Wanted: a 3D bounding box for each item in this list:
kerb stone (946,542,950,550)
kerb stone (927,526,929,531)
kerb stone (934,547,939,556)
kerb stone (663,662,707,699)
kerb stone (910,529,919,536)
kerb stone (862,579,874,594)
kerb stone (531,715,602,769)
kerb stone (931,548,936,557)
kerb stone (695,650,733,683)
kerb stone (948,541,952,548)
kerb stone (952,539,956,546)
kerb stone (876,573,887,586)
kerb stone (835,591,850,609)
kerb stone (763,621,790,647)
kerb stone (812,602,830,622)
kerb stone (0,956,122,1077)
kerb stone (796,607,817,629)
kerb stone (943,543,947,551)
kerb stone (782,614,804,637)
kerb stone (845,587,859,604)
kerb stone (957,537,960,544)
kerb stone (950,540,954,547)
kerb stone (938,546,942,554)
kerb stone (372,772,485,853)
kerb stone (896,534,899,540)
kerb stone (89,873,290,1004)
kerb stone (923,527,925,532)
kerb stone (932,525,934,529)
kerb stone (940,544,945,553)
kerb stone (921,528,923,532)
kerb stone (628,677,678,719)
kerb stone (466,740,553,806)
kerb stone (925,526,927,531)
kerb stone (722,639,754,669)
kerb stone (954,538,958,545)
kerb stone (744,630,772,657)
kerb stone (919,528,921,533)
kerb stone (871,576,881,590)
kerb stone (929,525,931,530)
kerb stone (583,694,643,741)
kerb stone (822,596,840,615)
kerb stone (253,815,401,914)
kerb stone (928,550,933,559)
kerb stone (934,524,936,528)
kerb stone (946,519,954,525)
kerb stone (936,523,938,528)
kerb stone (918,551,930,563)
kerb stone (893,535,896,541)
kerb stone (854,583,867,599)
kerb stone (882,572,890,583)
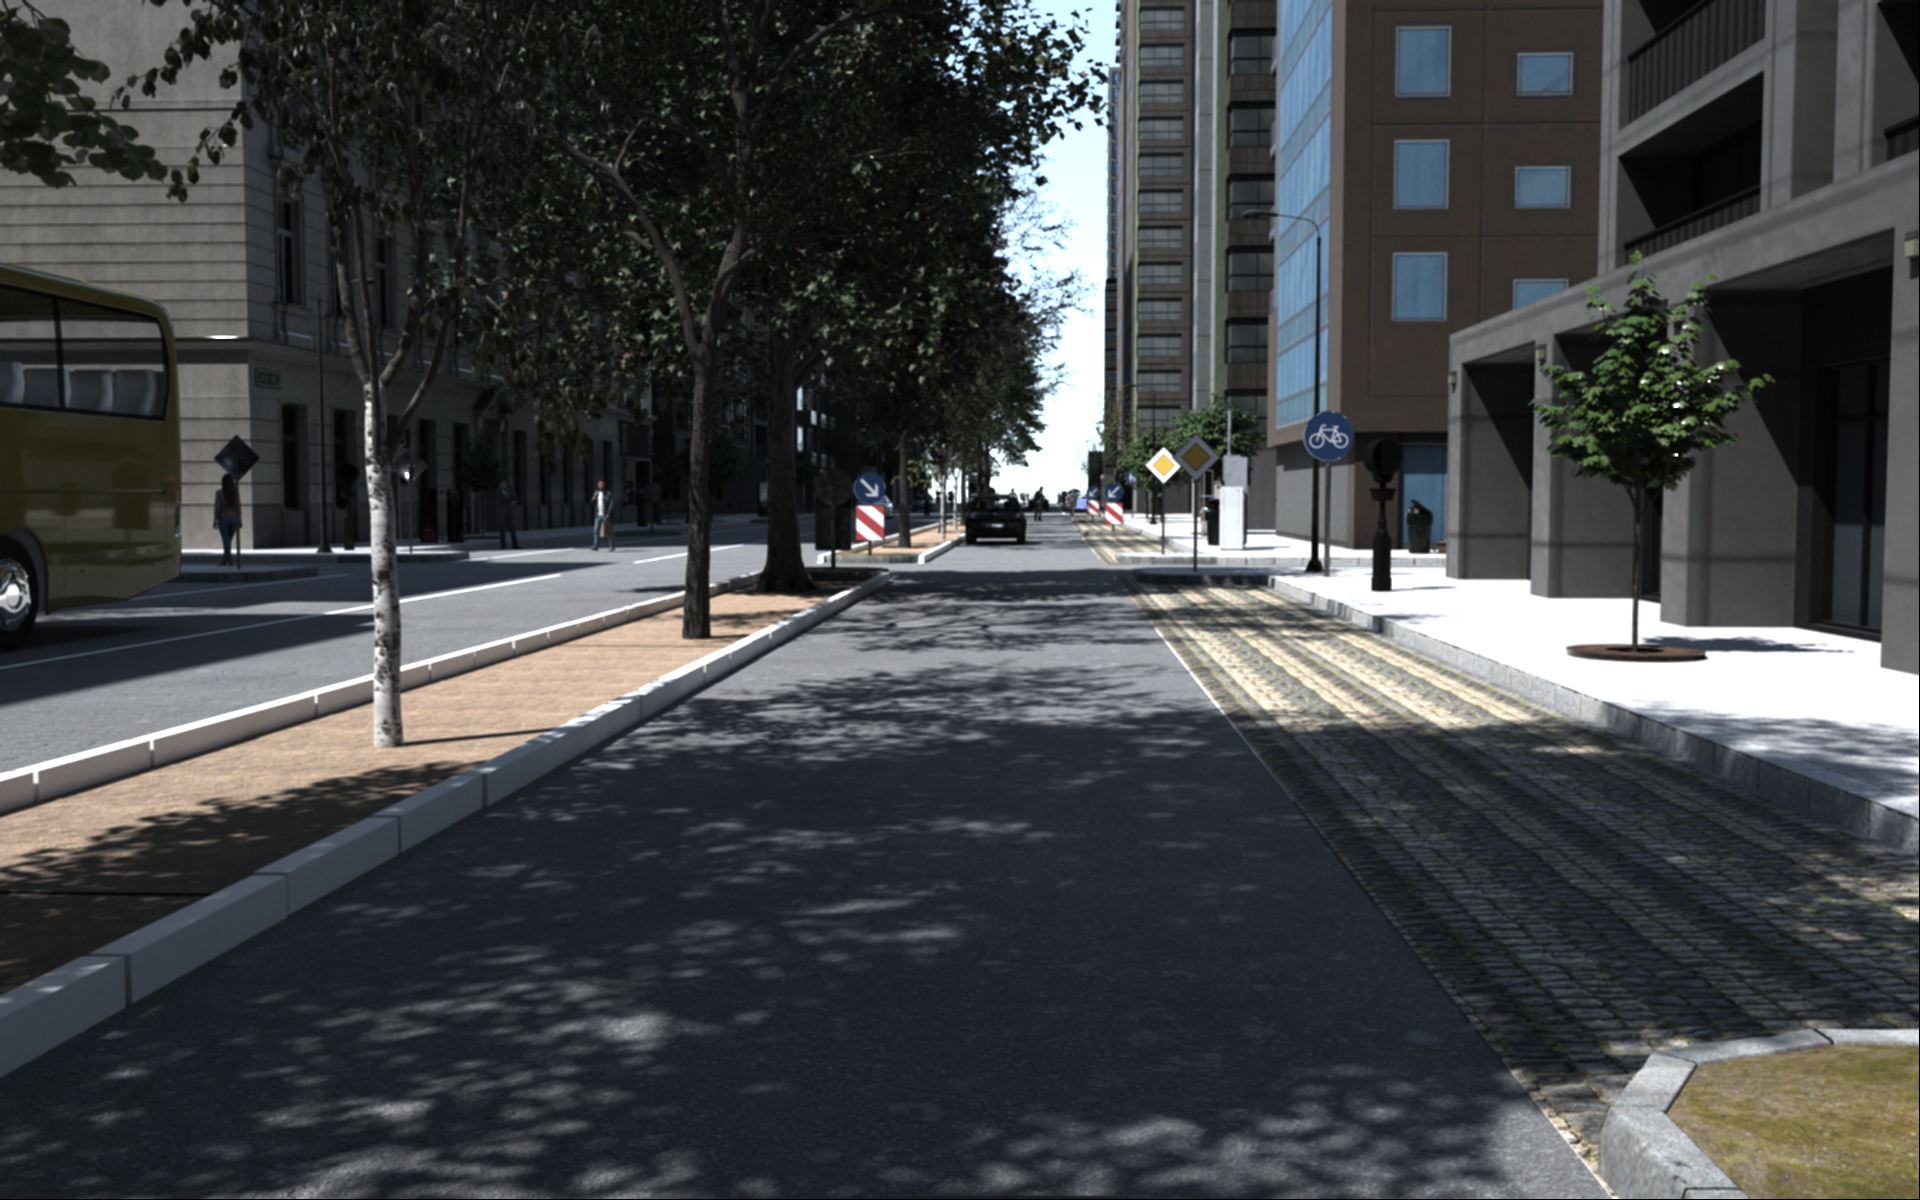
[{"bbox_3d":[-0.417,-1.319,43.788,0.120,0.150,1.000,0,4,3],"label":"kerb stone"},{"bbox_3d":[-1.378,-2.705,66.414,0.120,0.150,1.000,0,4,3],"label":"kerb stone"},{"bbox_3d":[-0.634,-1.070,39.687,0.120,0.150,1.000,0,4,3],"label":"kerb stone"},{"bbox_3d":[-2.010,0.591,12.526,0.120,0.150,1.000,0,4,3],"label":"kerb stone"},{"bbox_3d":[-1.631,-2.388,61.304,0.120,0.150,1.000,0,4,3],"label":"kerb stone"},{"bbox_3d":[-1.380,-0.158,24.829,0.120,0.150,1.000,0,4,3],"label":"kerb stone"},{"bbox_3d":[-2.158,0.779,9.461,0.120,0.150,1.000,0,4,3],"label":"kerb stone"},{"bbox_3d":[-0.686,-1.003,38.667,0.120,0.150,1.000,0,4,3],"label":"kerb stone"},{"bbox_3d":[-1.952,0.528,13.555,0.120,0.150,1.000,0,4,3],"label":"kerb stone"},{"bbox_3d":[-0.367,-1.383,44.814,0.120,0.150,1.000,0,4,3],"label":"kerb stone"},{"bbox_3d":[-0.270,-1.508,46.859,0.120,0.150,1.000,0,4,3],"label":"kerb stone"},{"bbox_3d":[-1.276,-0.287,26.881,0.120,0.150,1.000,0,4,3],"label":"kerb stone"},{"bbox_3d":[-1.533,0.027,21.761,0.120,0.150,1.000,0,4,3],"label":"kerb stone"},{"bbox_3d":[-1.794,0.341,16.640,0.120,0.150,1.000,0,4,3],"label":"kerb stone"},{"bbox_3d":[-1.635,0.153,19.713,0.120,0.150,1.000,0,4,3],"label":"kerb stone"},{"bbox_3d":[-2.412,1.098,4.332,0.120,0.150,1.000,0,4,3],"label":"kerb stone"},{"bbox_3d":[-1.693,0.215,18.692,0.120,0.150,1.000,0,4,3],"label":"kerb stone"},{"bbox_3d":[-0.468,-1.258,42.768,0.120,0.150,1.000,0,4,3],"label":"kerb stone"},{"bbox_3d":[-1.743,0.277,17.661,0.120,0.150,1.000,0,4,3],"label":"kerb stone"},{"bbox_3d":[-1.482,-0.036,22.787,0.120,0.150,1.000,0,4,3],"label":"kerb stone"},{"bbox_3d":[-0.164,-1.633,48.900,0.120,0.150,1.000,0,4,3],"label":"kerb stone"},{"bbox_3d":[-0.317,-1.444,45.835,0.120,0.150,1.000,0,4,3],"label":"kerb stone"},{"bbox_3d":[-0.581,-1.132,40.708,0.120,0.150,1.000,0,4,3],"label":"kerb stone"},{"bbox_3d":[-2.267,0.904,7.416,0.120,0.150,1.000,0,4,3],"label":"kerb stone"},{"bbox_3d":[-2.048,-1.888,53.132,0.120,0.150,1.000,0,4,3],"label":"kerb stone"},{"bbox_3d":[-2.362,1.038,5.367,0.120,0.150,1.000,0,4,3],"label":"kerb stone"},{"bbox_3d":[-1.482,-2.579,64.372,0.120,0.150,1.000,0,4,3],"label":"kerb stone"},{"bbox_3d":[-1.222,-2.884,69.476,0.120,0.150,1.000,0,4,3],"label":"kerb stone"},{"bbox_3d":[-0.520,-1.195,41.737,0.120,0.150,1.000,0,4,3],"label":"kerb stone"},{"bbox_3d":[-1.536,-2.517,63.351,0.120,0.150,1.000,0,4,3],"label":"kerb stone"},{"bbox_3d":[-2.054,0.654,11.503,0.120,0.150,1.000,0,4,3],"label":"kerb stone"},{"bbox_3d":[-2.201,0.841,8.440,0.120,0.150,1.000,0,4,3],"label":"kerb stone"},{"bbox_3d":[-1.426,-2.639,65.393,0.120,0.150,1.000,0,4,3],"label":"kerb stone"},{"bbox_3d":[-1.899,0.471,14.581,0.120,0.150,1.000,0,4,3],"label":"kerb stone"},{"bbox_3d":[-0.207,-1.570,47.879,0.120,0.150,1.000,0,4,3],"label":"kerb stone"},{"bbox_3d":[-1.855,0.406,15.612,0.120,0.150,1.000,0,4,3],"label":"kerb stone"},{"bbox_3d":[-1.587,-2.454,62.325,0.120,0.150,1.000,0,4,3],"label":"kerb stone"},{"bbox_3d":[-1.327,-0.217,25.850,0.120,0.150,1.000,0,4,3],"label":"kerb stone"},{"bbox_3d":[-1.321,-2.767,67.434,0.120,0.150,1.000,0,4,3],"label":"kerb stone"},{"bbox_3d":[-2.111,0.716,10.482,0.120,0.150,1.000,0,4,3],"label":"kerb stone"},{"bbox_3d":[-1.588,0.090,20.734,0.120,0.150,1.000,0,4,3],"label":"kerb stone"},{"bbox_3d":[-2.318,0.970,6.388,0.120,0.150,1.000,0,4,3],"label":"kerb stone"},{"bbox_3d":[-0.730,-0.945,37.643,0.120,0.150,1.000,0,4,3],"label":"kerb stone"},{"bbox_3d":[-1.177,-2.954,70.498,0.120,0.150,1.000,0,4,3],"label":"kerb stone"},{"bbox_3d":[-0.504,-3.764,83.786,0.120,0.150,1.000,0,4,3],"label":"kerb stone"},{"bbox_3d":[-1.121,-3.015,71.518,0.120,0.150,1.000,0,4,3],"label":"kerb stone"},{"bbox_3d":[-0.783,-0.882,36.609,0.120,0.150,1.000,0,4,3],"label":"kerb stone"},{"bbox_3d":[-2.106,-1.830,52.112,0.120,0.150,1.000,0,4,3],"label":"kerb stone"},{"bbox_3d":[-1.429,-0.094,23.808,0.120,0.150,1.000,0,4,3],"label":"kerb stone"},{"bbox_3d":[-1.234,-0.347,27.902,0.120,0.150,1.000,0,4,3],"label":"kerb stone"}]
